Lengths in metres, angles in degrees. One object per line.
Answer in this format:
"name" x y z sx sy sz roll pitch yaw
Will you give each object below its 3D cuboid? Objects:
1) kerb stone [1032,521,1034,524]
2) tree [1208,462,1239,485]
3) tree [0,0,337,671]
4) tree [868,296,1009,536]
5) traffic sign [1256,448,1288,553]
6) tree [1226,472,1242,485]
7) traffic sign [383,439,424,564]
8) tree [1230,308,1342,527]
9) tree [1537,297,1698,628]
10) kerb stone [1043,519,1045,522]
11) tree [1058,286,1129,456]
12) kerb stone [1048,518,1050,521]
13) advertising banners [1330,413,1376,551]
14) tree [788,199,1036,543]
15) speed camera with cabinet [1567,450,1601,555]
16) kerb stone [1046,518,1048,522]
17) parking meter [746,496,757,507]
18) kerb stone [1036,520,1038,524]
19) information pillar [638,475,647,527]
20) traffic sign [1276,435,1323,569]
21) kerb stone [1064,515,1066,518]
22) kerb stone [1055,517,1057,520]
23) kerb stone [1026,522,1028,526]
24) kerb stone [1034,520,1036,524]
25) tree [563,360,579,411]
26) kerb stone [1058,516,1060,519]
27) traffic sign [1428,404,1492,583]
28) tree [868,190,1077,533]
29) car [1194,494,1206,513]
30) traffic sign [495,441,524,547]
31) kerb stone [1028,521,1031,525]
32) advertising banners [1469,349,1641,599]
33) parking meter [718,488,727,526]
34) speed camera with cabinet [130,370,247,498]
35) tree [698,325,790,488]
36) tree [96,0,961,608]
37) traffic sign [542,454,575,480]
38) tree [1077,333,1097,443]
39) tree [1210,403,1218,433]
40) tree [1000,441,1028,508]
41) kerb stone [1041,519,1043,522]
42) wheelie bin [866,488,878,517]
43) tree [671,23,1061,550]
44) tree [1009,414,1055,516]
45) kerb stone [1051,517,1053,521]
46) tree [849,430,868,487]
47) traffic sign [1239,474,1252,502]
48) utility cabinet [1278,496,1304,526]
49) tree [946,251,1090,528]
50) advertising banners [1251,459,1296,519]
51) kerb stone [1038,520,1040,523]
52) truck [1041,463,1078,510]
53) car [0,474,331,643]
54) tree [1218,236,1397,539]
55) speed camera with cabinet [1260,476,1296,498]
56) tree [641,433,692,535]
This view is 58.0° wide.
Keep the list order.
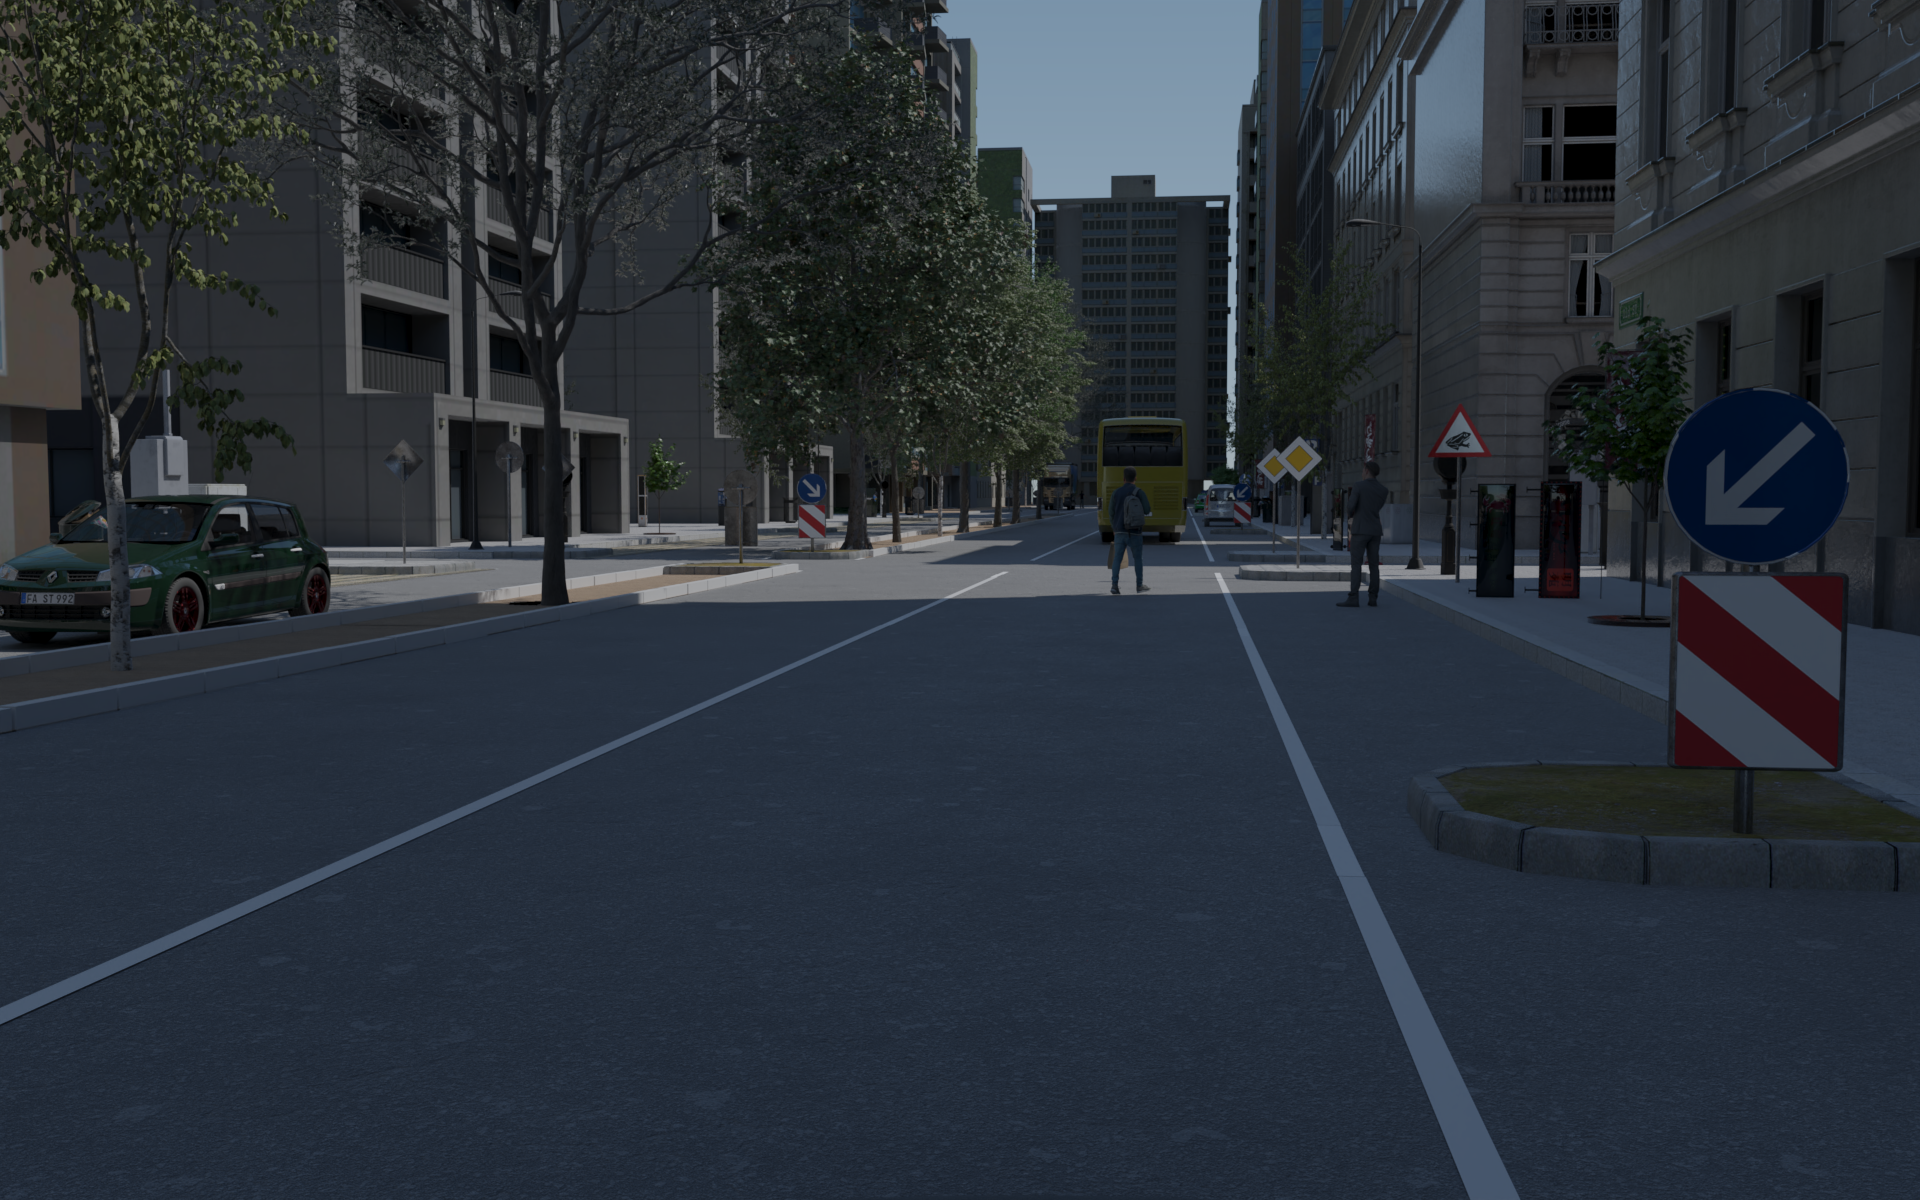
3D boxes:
"kerb stone" 3.247 -3.577 80.680 0.120 0.150 1.000 0 4 7
"tree" 28.791 -12.517 188.358 4.285 4.588 4.351 0 3 0
"tree" -6.767 -3.711 13.501 4.737 8.622 4.395 0 3 0
"tree" -0.653 -6.441 58.128 4.360 8.622 3.978 0 3 0
"traffic sign" 6.839 -2.084 37.716 0.795 2.450 0.064 0 4 7
"tree" 21.773 -8.658 136.153 1.663 3.219 1.824 0 3 0
"traffic sign" -10.237 -1.726 31.869 0.795 2.450 0.064 0 4 7
"tree" 12.731 -7.146 67.192 4.360 8.622 3.978 0 3 0
"tree" 6.868 -1.379 17.143 1.663 3.219 1.824 0 3 0
"kerb stone" 4.033 -3.951 86.798 0.120 0.150 1.000 0 4 7
"tree" 4.465 -11.287 97.377 12.009 13.543 11.850 0 3 0
"kerb stone" 4.423 -4.137 89.845 0.120 0.150 1.000 0 4 7
"advertising banners" 8.745 -2.589 38.522 0.090 3.025 2.074 -1 4 -13
"tree" -1.788 -6.977 50.938 8.767 10.594 7.601 0 4 7
"speed camera with cabinet" 13.419 -2.623 37.216 0.660 3.252 2.038 1 4 22
"kerb stone" 4.292 -4.069 88.832 0.120 0.150 1.000 0 4 7
"parking meter" -7.839 -3.624 64.967 0.399 1.863 0.255 3 5 43
"kerb stone" 3.509 -3.701 82.713 0.120 0.150 1.000 0 4 7
"information pillar" -12.312 -3.834 67.178 0.304 2.012 0.304 0 4 3
"traffic sign" 5.823 -1.600 29.796 0.795 2.450 0.064 0 4 7
"kerb stone" 5.986 -4.884 102.060 0.120 0.150 1.000 0 4 7
"kerb stone" 5.075 -4.449 94.937 0.120 0.150 1.000 0 4 7
"kerb stone" 2.851 -3.390 77.627 0.120 0.150 1.000 0 4 7
"kerb stone" 3.371 -3.637 81.695 0.120 0.150 1.000 0 4 7
"tree" -18.249 -7.510 73.151 4.360 8.622 3.978 0 3 0
"kerb stone" 5.335 -4.570 96.967 0.120 0.150 1.000 0 4 7
"traffic sign" 7.204 -1.529 25.006 0.884 2.594 0.081 1 4 15
"tree" 0.087 -8.774 64.044 7.486 12.596 7.792 0 3 0
"car" 18.981 -7.626 133.488 1.959 1.807 4.718 0 4 8
"traffic sign" -10.868 -2.547 41.745 0.768 2.556 0.104 1 4 14
"kerb stone" 2.988 -3.450 78.640 0.120 0.150 1.000 0 4 7
"advertising banners" 7.335 -1.530 21.209 2.074 3.025 0.090 1 4 14
"parking meter" -9.569 -3.757 69.842 0.372 1.533 0.369 0 3 0
"speed camera with cabinet" -12.608 -2.081 28.358 0.660 3.252 2.038 1 4 17
"tree" -8.421 -7.283 69.434 4.360 8.622 3.978 0 3 0
"tree" -5.187 -6.657 21.676 12.009 13.543 11.850 0 3 0
"traffic sign" -9.221 -2.211 39.789 0.795 2.450 0.064 0 4 7
"tree" 2.583 -9.872 81.992 7.486 12.596 7.792 0 3 0
"tree" 16.338 -8.968 96.985 4.737 8.622 4.395 0 3 0
"tree" 4.806 -13.007 163.023 4.737 8.622 4.395 0 3 0
"kerb stone" 3.898 -3.878 85.774 0.120 0.150 1.000 0 4 7
"wheelie bin" -4.982 -5.404 96.261 0.980 1.594 0.693 2 4 29
"tree" -2.502 -7.507 42.204 9.611 12.733 9.660 0 3 0
"tree" 3.050 -8.352 89.370 4.360 8.622 3.978 0 3 0
"kerb stone" 4.687 -4.259 91.887 0.120 0.150 1.000 0 4 7
"tree" -4.581 -9.192 100.650 4.360 8.622 3.978 0 3 0
"traffic sign" 17.888 -6.635 108.591 0.768 2.556 0.104 1 4 10
"utility cabinet" 13.458 -3.624 70.417 1.020 1.237 0.306 -1 4 -20
"tree" 1.700 -8.872 73.272 9.928 11.665 9.643 0 3 0
"advertising banners" 15.691 -5.515 86.350 2.074 3.025 0.090 1 4 23
"kerb stone" 3.642 -3.757 83.733 0.120 0.150 1.000 0 4 7
"truck" 9.076 -10.261 156.675 2.839 4.237 11.283 0 4 7
"car" -8.080 -0.491 17.821 2.009 1.686 4.222 0 4 7
"tree" 10.103 -6.032 48.984 4.737 8.622 4.395 0 3 0
"speed camera with cabinet" 16.697 -5.906 90.895 0.660 3.252 2.038 -3 5 -39
"tree" -9.529 -3.672 54.637 1.663 3.219 1.824 0 3 0
